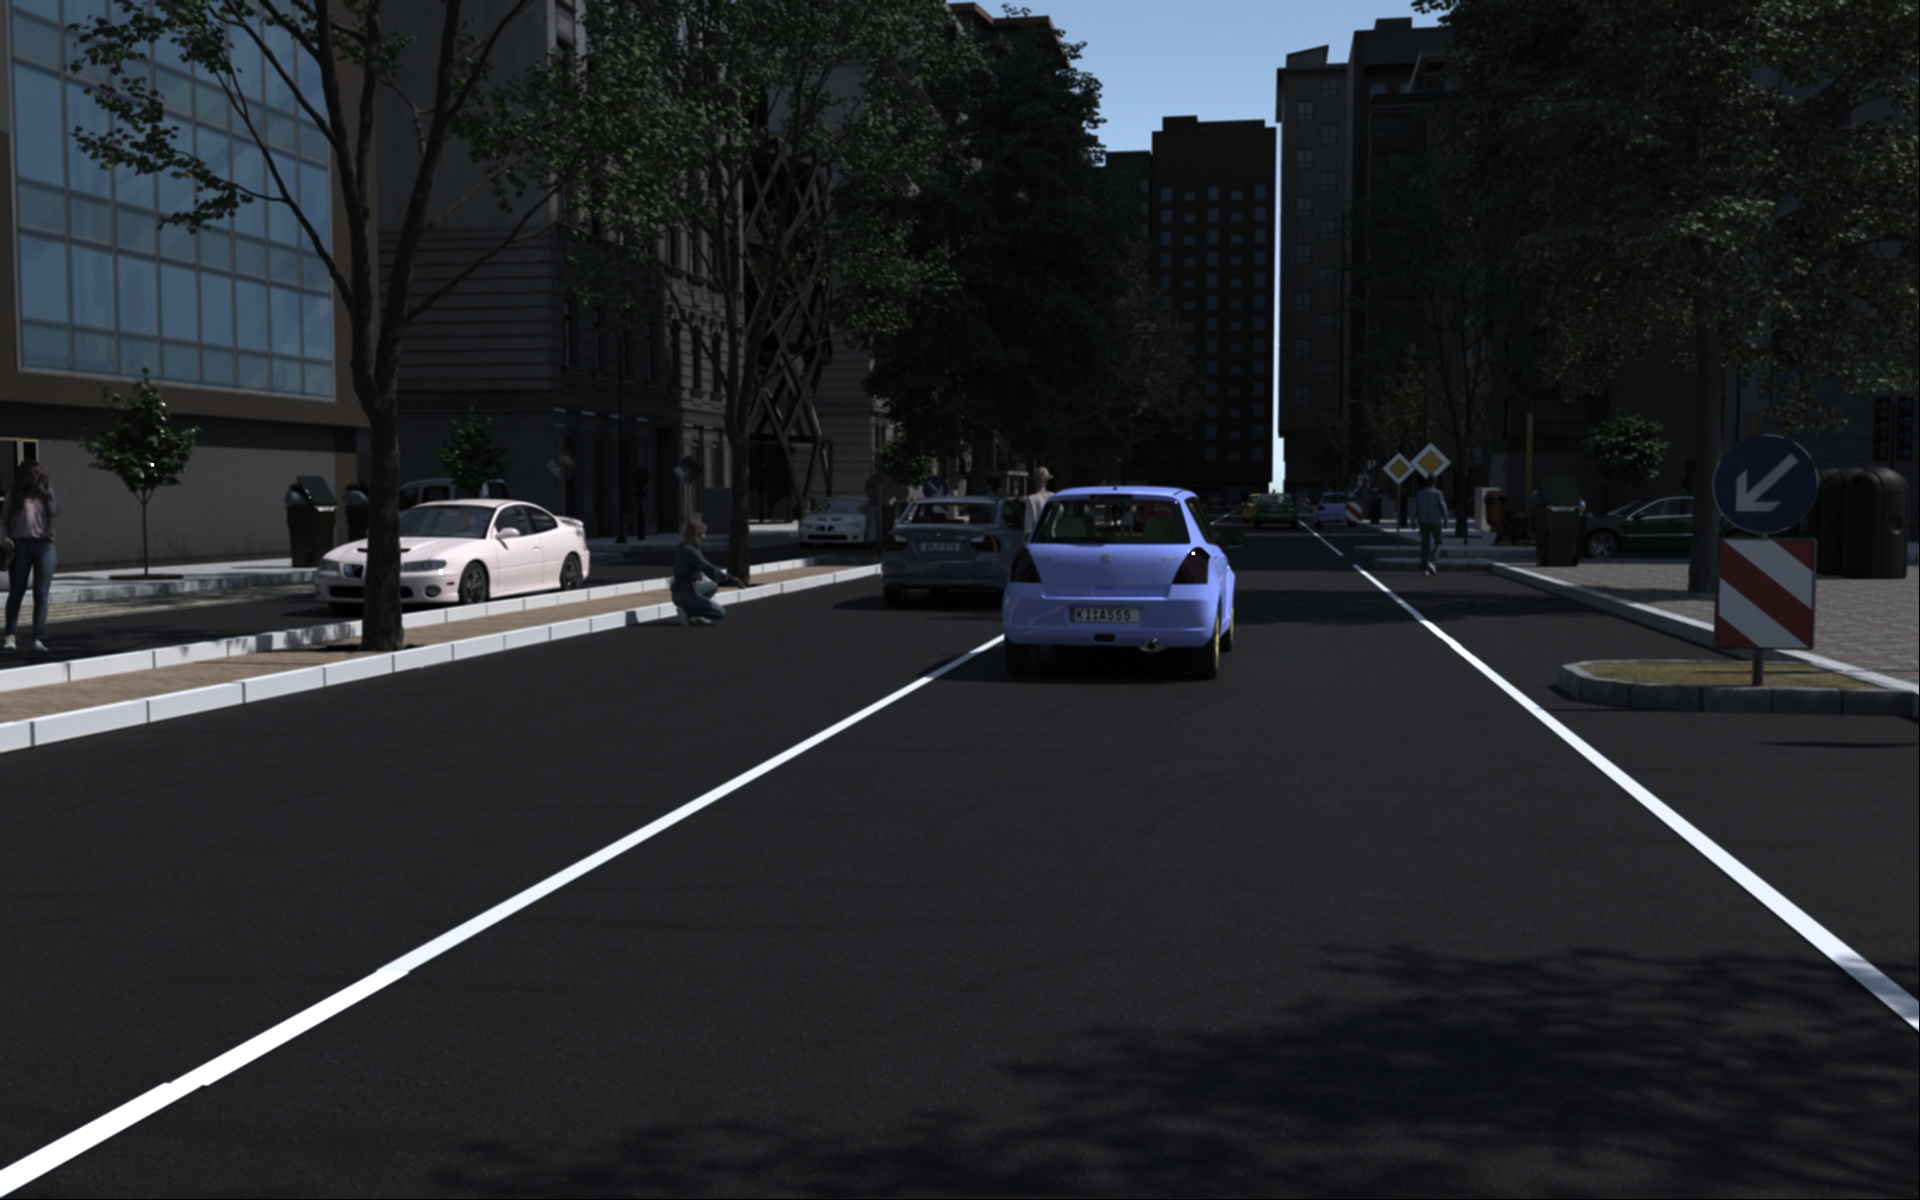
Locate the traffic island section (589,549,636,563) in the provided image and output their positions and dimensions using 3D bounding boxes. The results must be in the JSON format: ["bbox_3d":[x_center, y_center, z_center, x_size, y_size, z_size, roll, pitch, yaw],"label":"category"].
[{"bbox_3d":[-8.378,-0.876,36.599,2.009,0.180,2.903,1,4,10],"label":"traffic island section"}]

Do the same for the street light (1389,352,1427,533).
[{"bbox_3d":[14.690,-5.155,56.830,1.470,5.913,1.316,1,4,10],"label":"street light"}]

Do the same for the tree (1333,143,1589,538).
[{"bbox_3d":[14.787,-7.648,50.803,9.928,11.665,9.643,0,3,0],"label":"tree"}]

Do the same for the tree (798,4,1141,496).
[{"bbox_3d":[0.469,-8.400,46.446,9.857,13.997,8.962,0,3,0],"label":"tree"}]

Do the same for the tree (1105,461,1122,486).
[{"bbox_3d":[17.063,-14.799,192.333,4.360,8.622,3.978,0,3,0],"label":"tree"}]

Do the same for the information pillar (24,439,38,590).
[{"bbox_3d":[-12.585,-1.147,23.252,0.304,2.012,0.304,1,4,14],"label":"information pillar"}]

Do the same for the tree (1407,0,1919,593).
[{"bbox_3d":[9.383,-6.384,22.511,7.486,12.596,7.792,0,3,0],"label":"tree"}]

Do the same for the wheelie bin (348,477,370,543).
[{"bbox_3d":[-10.992,-1.471,31.959,0.693,1.594,0.980,-1,4,-10],"label":"wheelie bin"}]

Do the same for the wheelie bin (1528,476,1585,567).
[{"bbox_3d":[10.564,-1.399,30.778,0.980,1.594,0.693,0,4,0],"label":"wheelie bin"}]

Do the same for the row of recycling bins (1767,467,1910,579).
[{"bbox_3d":[14.064,-1.266,27.807,1.069,1.692,3.534,0,4,2],"label":"row of recycling bins"}]

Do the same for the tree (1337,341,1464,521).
[{"bbox_3d":[20.927,-8.067,82.255,4.737,8.622,4.395,0,3,0],"label":"tree"}]

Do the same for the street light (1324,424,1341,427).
[{"bbox_3d":[24.888,-8.716,115.045,1.470,5.913,1.316,1,4,10],"label":"street light"}]

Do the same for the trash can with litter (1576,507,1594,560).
[{"bbox_3d":[11.690,-1.353,33.513,1.055,1.170,0.624,-2,4,-34],"label":"trash can with litter"}]

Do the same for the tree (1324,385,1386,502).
[{"bbox_3d":[25.492,-9.847,111.365,4.360,8.622,3.978,0,3,0],"label":"tree"}]

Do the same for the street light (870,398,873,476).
[{"bbox_3d":[-3.251,-6.199,73.899,1.470,5.913,1.316,1,4,10],"label":"street light"}]

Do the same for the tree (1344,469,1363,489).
[{"bbox_3d":[27.049,-7.614,119.093,1.663,3.219,1.824,0,3,0],"label":"tree"}]

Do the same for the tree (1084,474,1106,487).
[{"bbox_3d":[13.362,-11.793,176.535,4.285,4.588,4.351,0,3,0],"label":"tree"}]

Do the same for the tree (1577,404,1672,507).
[{"bbox_3d":[24.342,-4.880,63.503,4.285,4.588,4.351,0,3,0],"label":"tree"}]

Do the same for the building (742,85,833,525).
[{"bbox_3d":[-14.273,-12.694,75.000,16.820,18.784,16.811,1,4,10],"label":"building"}]

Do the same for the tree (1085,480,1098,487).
[{"bbox_3d":[12.534,-10.629,168.378,1.663,3.219,1.824,0,3,0],"label":"tree"}]

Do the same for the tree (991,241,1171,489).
[{"bbox_3d":[5.326,-9.578,77.178,7.486,12.596,7.792,0,3,0],"label":"tree"}]

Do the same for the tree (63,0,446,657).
[{"bbox_3d":[-5.185,-5.327,15.305,9.928,11.665,9.643,0,3,0],"label":"tree"}]

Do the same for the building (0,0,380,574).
[{"bbox_3d":[-20.652,-23.269,30.555,14.200,45.320,14.600,1,4,10],"label":"building"}]

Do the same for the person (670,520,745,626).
[{"bbox_3d":[-2.856,-0.313,19.120,0.738,1.151,1.012,-1,4,-21],"label":"person"}]

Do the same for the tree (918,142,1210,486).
[{"bbox_3d":[2.790,-8.997,59.927,12.009,13.543,11.850,0,3,0],"label":"tree"}]

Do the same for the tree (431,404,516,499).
[{"bbox_3d":[-10.443,-2.622,37.470,1.663,3.219,1.824,0,3,0],"label":"tree"}]

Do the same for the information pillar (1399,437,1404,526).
[{"bbox_3d":[17.955,-4.841,70.507,0.183,3.616,0.504,2,4,29],"label":"information pillar"}]

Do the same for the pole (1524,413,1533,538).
[{"bbox_3d":[14.385,-3.057,43.829,0.158,3.312,0.155,0,3,0],"label":"pole"}]

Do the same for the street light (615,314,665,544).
[{"bbox_3d":[-8.281,-4.420,44.801,1.470,5.913,1.316,1,4,10],"label":"street light"}]

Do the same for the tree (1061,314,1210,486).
[{"bbox_3d":[9.567,-11.067,100.409,9.611,12.733,9.660,0,3,0],"label":"tree"}]

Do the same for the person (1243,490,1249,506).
[{"bbox_3d":[25.226,-8.807,152.516,0.705,1.821,1.348,-2,4,-24],"label":"person"}]

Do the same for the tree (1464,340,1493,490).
[{"bbox_3d":[25.916,-8.147,83.562,4.737,8.622,4.395,0,3,0],"label":"tree"}]

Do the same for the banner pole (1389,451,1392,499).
[{"bbox_3d":[25.323,-6.845,101.928,0.401,3.779,0.863,1,4,22],"label":"banner pole"}]

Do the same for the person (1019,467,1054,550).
[{"bbox_3d":[1.114,-0.655,19.884,0.731,1.740,0.598,-3,5,-42],"label":"person"}]

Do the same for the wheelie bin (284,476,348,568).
[{"bbox_3d":[-11.385,-1.371,30.325,0.693,1.594,0.980,1,4,19],"label":"wheelie bin"}]

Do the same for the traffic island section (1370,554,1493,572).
[{"bbox_3d":[9.094,-0.688,33.523,2.009,0.180,2.903,1,4,10],"label":"traffic island section"}]

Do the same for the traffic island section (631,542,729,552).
[{"bbox_3d":[-6.990,-1.357,44.463,2.009,0.180,2.903,1,4,10],"label":"traffic island section"}]

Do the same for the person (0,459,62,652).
[{"bbox_3d":[-8.566,-0.415,15.872,0.593,1.750,0.643,-2,4,-30],"label":"person"}]

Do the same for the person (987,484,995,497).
[{"bbox_3d":[1.213,-3.700,68.861,0.748,1.841,0.638,-2,4,-33],"label":"person"}]

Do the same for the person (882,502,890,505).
[{"bbox_3d":[-2.456,-2.754,54.539,0.512,1.701,0.522,0,4,-8],"label":"person"}]

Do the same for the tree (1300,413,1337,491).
[{"bbox_3d":[33.248,-12.615,156.624,4.737,8.622,4.395,0,3,0],"label":"tree"}]

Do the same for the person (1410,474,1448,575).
[{"bbox_3d":[8.245,-1.320,30.418,0.601,1.785,0.444,2,4,32],"label":"person"}]

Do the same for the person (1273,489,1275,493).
[{"bbox_3d":[25.083,-7.937,138.357,1.348,1.812,0.705,-1,4,-23],"label":"person"}]

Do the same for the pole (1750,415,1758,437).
[{"bbox_3d":[20.521,-3.119,44.843,0.158,3.312,0.155,0,3,0],"label":"pole"}]

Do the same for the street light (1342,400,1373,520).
[{"bbox_3d":[19.863,-6.936,85.937,1.470,5.913,1.316,1,4,10],"label":"street light"}]

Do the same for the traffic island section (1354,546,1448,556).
[{"bbox_3d":[10.481,-1.169,41.387,2.009,0.180,2.903,1,4,10],"label":"traffic island section"}]

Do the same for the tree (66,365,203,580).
[{"bbox_3d":[-12.191,-1.926,26.099,1.663,3.219,1.824,0,3,0],"label":"tree"}]

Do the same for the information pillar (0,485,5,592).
[{"bbox_3d":[-12.506,-1.115,22.729,0.304,2.012,0.304,-3,5,-41],"label":"information pillar"}]

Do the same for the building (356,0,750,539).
[{"bbox_3d":[-14.037,-12.653,56.033,9.793,20.994,18.267,1,4,10],"label":"building"}]

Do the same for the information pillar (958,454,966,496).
[{"bbox_3d":[0.106,-6.636,99.855,0.504,3.616,0.183,2,4,34],"label":"information pillar"}]

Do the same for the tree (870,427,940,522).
[{"bbox_3d":[-2.475,-5.962,81.187,4.285,4.588,4.351,0,3,0],"label":"tree"}]

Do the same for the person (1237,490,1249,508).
[{"bbox_3d":[29.637,-10.585,181.502,1.348,1.831,0.705,0,4,-5],"label":"person"}]

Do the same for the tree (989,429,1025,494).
[{"bbox_3d":[3.501,-10.145,116.231,4.360,8.622,3.978,0,3,0],"label":"tree"}]
